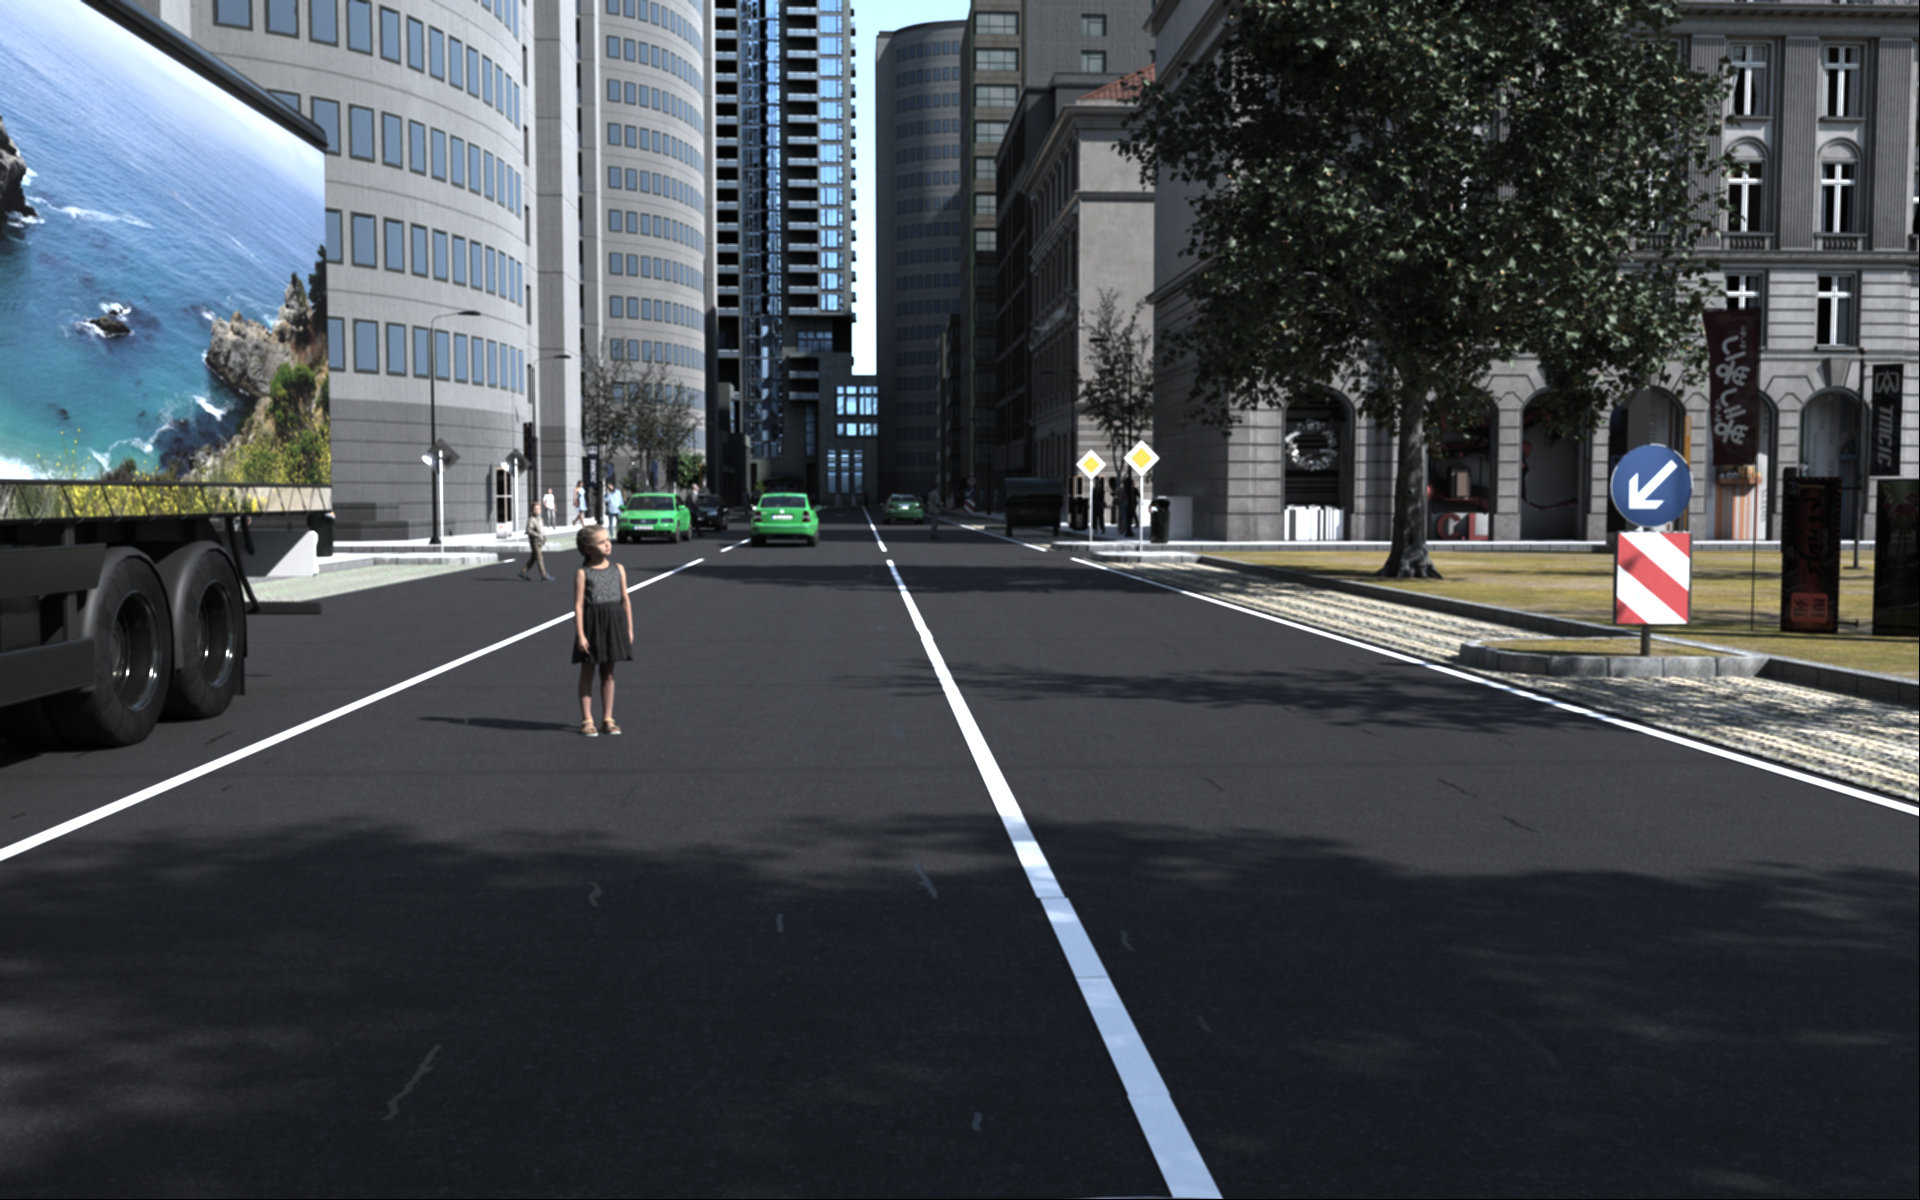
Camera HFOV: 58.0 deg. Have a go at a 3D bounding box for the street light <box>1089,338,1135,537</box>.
[{"bbox_3d":[4.535,-4.840,51.677,1.470,5.913,1.316,0,4,-3],"label":"street light"}]

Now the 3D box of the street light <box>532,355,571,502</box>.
[{"bbox_3d":[-13.662,-5.217,57.834,1.470,5.913,1.316,0,4,-3],"label":"street light"}]

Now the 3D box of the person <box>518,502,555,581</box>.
[{"bbox_3d":[-6.985,-0.965,28.556,0.640,1.303,0.475,0,4,2],"label":"person"}]

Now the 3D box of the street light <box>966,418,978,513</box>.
[{"bbox_3d":[1.233,-8.193,106.490,1.470,5.913,1.316,0,4,-3],"label":"street light"}]

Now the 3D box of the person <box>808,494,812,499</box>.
[{"bbox_3d":[-15.056,-9.836,172.552,0.697,1.427,0.421,-1,4,-10],"label":"person"}]

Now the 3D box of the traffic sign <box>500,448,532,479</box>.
[{"bbox_3d":[-11.341,-2.570,44.210,0.795,2.593,0.064,0,4,-3],"label":"traffic sign"}]

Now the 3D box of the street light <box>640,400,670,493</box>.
[{"bbox_3d":[-15.147,-6.889,85.175,1.470,5.913,1.316,0,4,-3],"label":"street light"}]

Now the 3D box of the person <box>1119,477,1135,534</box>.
[{"bbox_3d":[5.325,-3.002,55.140,0.555,1.821,0.388,-1,4,-23],"label":"person"}]

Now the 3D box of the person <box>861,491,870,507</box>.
[{"bbox_3d":[-10.593,-11.412,195.020,1.348,1.831,0.705,3,5,42],"label":"person"}]

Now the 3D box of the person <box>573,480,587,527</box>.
[{"bbox_3d":[-14.814,-3.741,67.298,0.778,1.811,0.616,2,4,32],"label":"person"}]

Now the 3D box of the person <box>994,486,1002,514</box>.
[{"bbox_3d":[2.445,-6.434,111.417,0.511,1.800,0.466,-2,4,-24],"label":"person"}]

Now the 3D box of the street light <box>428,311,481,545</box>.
[{"bbox_3d":[-12.820,-4.367,43.945,1.470,5.913,1.316,0,4,-3],"label":"street light"}]

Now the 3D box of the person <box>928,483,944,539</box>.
[{"bbox_3d":[-0.722,-2.881,55.803,0.583,1.804,0.606,-2,4,-30],"label":"person"}]

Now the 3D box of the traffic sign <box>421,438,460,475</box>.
[{"bbox_3d":[-10.867,-2.082,36.239,0.795,2.593,0.064,0,4,-3],"label":"traffic sign"}]

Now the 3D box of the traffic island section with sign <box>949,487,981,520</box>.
[{"bbox_3d":[0.376,-5.400,96.920,1.989,1.847,2.006,0,4,-3],"label":"traffic island section with sign"}]

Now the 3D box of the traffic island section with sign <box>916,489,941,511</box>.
[{"bbox_3d":[-2.607,-8.464,147.014,1.989,1.847,2.006,0,4,-3],"label":"traffic island section with sign"}]

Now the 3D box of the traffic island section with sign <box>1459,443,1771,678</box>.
[{"bbox_3d":[5.285,-0.352,14.385,1.989,1.847,2.006,0,4,-3],"label":"traffic island section with sign"}]

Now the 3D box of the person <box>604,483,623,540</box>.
[{"bbox_3d":[-10.786,-2.771,54.078,0.793,1.790,0.793,3,4,37],"label":"person"}]

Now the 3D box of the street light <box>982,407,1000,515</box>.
[{"bbox_3d":[2.018,-7.358,92.849,1.470,5.913,1.316,0,4,-3],"label":"street light"}]

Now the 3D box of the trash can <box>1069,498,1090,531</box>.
[{"bbox_3d":[4.206,-3.007,60.820,0.748,1.137,0.748,0,3,0],"label":"trash can"}]

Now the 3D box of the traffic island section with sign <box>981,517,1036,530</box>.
[{"bbox_3d":[1.999,-3.736,69.705,1.989,1.847,2.006,0,4,-3],"label":"traffic island section with sign"}]

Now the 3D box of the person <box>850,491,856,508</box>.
[{"bbox_3d":[-11.345,-10.688,183.916,0.621,1.740,0.551,0,4,6],"label":"person"}]

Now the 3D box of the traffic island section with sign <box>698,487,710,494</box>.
[{"bbox_3d":[-14.106,-5.333,95.830,1.989,1.847,2.006,0,4,-3],"label":"traffic island section with sign"}]

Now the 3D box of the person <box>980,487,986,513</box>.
[{"bbox_3d":[1.546,-6.771,117.097,0.444,1.785,0.601,1,4,23],"label":"person"}]

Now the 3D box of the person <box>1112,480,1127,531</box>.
[{"bbox_3d":[5.561,-3.250,59.539,0.716,1.782,0.532,1,4,18],"label":"person"}]

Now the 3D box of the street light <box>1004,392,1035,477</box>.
[{"bbox_3d":[2.861,-6.518,79.111,1.470,5.913,1.316,0,4,-3],"label":"street light"}]

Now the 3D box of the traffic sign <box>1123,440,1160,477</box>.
[{"bbox_3d":[3.903,-2.135,37.094,0.795,2.593,0.064,0,4,-3],"label":"traffic sign"}]

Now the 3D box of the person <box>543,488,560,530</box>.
[{"bbox_3d":[-14.468,-3.216,61.226,0.523,1.515,0.503,1,4,17],"label":"person"}]

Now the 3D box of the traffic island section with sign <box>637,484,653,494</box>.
[{"bbox_3d":[-12.501,-3.684,68.855,1.989,1.847,2.006,0,4,-3],"label":"traffic island section with sign"}]

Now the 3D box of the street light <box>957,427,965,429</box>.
[{"bbox_3d":[0.457,-9.027,120.133,1.470,5.913,1.316,0,4,-3],"label":"street light"}]

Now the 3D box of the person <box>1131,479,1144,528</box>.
[{"bbox_3d":[6.513,-3.663,65.708,0.755,1.850,0.659,-2,4,-25],"label":"person"}]

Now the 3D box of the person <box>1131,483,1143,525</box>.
[{"bbox_3d":[7.315,-4.016,72.269,0.480,1.755,0.524,3,4,37],"label":"person"}]

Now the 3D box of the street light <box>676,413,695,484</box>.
[{"bbox_3d":[-16.049,-7.723,98.809,1.470,5.913,1.316,0,4,-3],"label":"street light"}]

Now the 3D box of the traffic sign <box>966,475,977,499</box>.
[{"bbox_3d":[0.798,-7.210,117.996,0.768,2.556,0.104,0,4,-3],"label":"traffic sign"}]

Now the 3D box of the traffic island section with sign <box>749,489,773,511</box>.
[{"bbox_3d":[-17.160,-8.466,147.053,1.989,1.847,2.006,0,4,-3],"label":"traffic island section with sign"}]

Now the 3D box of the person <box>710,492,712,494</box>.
[{"bbox_3d":[-18.183,-7.152,126.197,0.991,1.433,0.599,1,4,21],"label":"person"}]

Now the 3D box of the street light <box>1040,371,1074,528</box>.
[{"bbox_3d":[3.714,-5.674,65.316,1.470,5.913,1.316,0,4,-3],"label":"street light"}]

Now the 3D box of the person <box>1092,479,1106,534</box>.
[{"bbox_3d":[4.454,-3.029,55.990,0.576,1.772,0.534,1,4,17],"label":"person"}]

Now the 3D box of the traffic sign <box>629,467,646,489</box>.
[{"bbox_3d":[-15.289,-5.016,82.123,0.768,2.556,0.104,0,4,-2],"label":"traffic sign"}]

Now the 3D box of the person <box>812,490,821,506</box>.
[{"bbox_3d":[-13.884,-9.668,166.653,0.705,1.814,1.350,2,4,30],"label":"person"}]

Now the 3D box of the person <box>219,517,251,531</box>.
[{"bbox_3d":[-12.887,-1.483,30.567,0.850,1.792,0.678,2,4,26],"label":"person"}]

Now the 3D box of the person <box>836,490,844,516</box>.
[{"bbox_3d":[-7.906,-6.343,113.212,0.512,1.701,0.522,-3,5,-44],"label":"person"}]

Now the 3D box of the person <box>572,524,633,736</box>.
[{"bbox_3d":[-2.135,0.171,10.373,0.362,1.253,0.373,-2,4,-31],"label":"person"}]

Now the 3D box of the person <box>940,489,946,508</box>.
[{"bbox_3d":[-1.664,-9.572,163.081,0.750,1.759,0.617,1,4,18],"label":"person"}]

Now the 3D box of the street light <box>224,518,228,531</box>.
[{"bbox_3d":[-11.837,-3.463,29.154,1.470,5.913,1.316,0,4,-3],"label":"street light"}]

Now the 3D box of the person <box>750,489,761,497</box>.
[{"bbox_3d":[-22.447,-11.236,189.733,1.348,1.826,0.705,0,4,1],"label":"person"}]

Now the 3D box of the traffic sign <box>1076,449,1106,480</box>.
[{"bbox_3d":[3.429,-2.622,45.065,0.795,2.593,0.064,0,4,-3],"label":"traffic sign"}]

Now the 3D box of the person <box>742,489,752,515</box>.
[{"bbox_3d":[-14.583,-6.721,118.496,0.694,1.812,0.767,1,4,8],"label":"person"}]

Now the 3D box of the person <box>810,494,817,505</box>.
[{"bbox_3d":[-12.668,-8.403,149.125,0.697,1.427,0.421,-2,4,-30],"label":"person"}]

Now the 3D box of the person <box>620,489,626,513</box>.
[{"bbox_3d":[-22.386,-6.686,115.277,0.656,1.842,0.836,2,4,35],"label":"person"}]

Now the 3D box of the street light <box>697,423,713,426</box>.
[{"bbox_3d":[-16.854,-8.616,113.409,1.470,5.913,1.316,0,4,-3],"label":"street light"}]

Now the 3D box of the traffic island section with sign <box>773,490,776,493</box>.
[{"bbox_3d":[-18.752,-10.112,173.962,1.989,1.847,2.006,0,4,-3],"label":"traffic island section with sign"}]

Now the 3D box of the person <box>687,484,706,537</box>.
[{"bbox_3d":[-8.767,-2.966,57.399,0.834,1.777,0.661,-2,4,-29],"label":"person"}]

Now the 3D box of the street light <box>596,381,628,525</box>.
[{"bbox_3d":[-14.372,-6.055,71.532,1.470,5.913,1.316,0,4,-3],"label":"street light"}]
